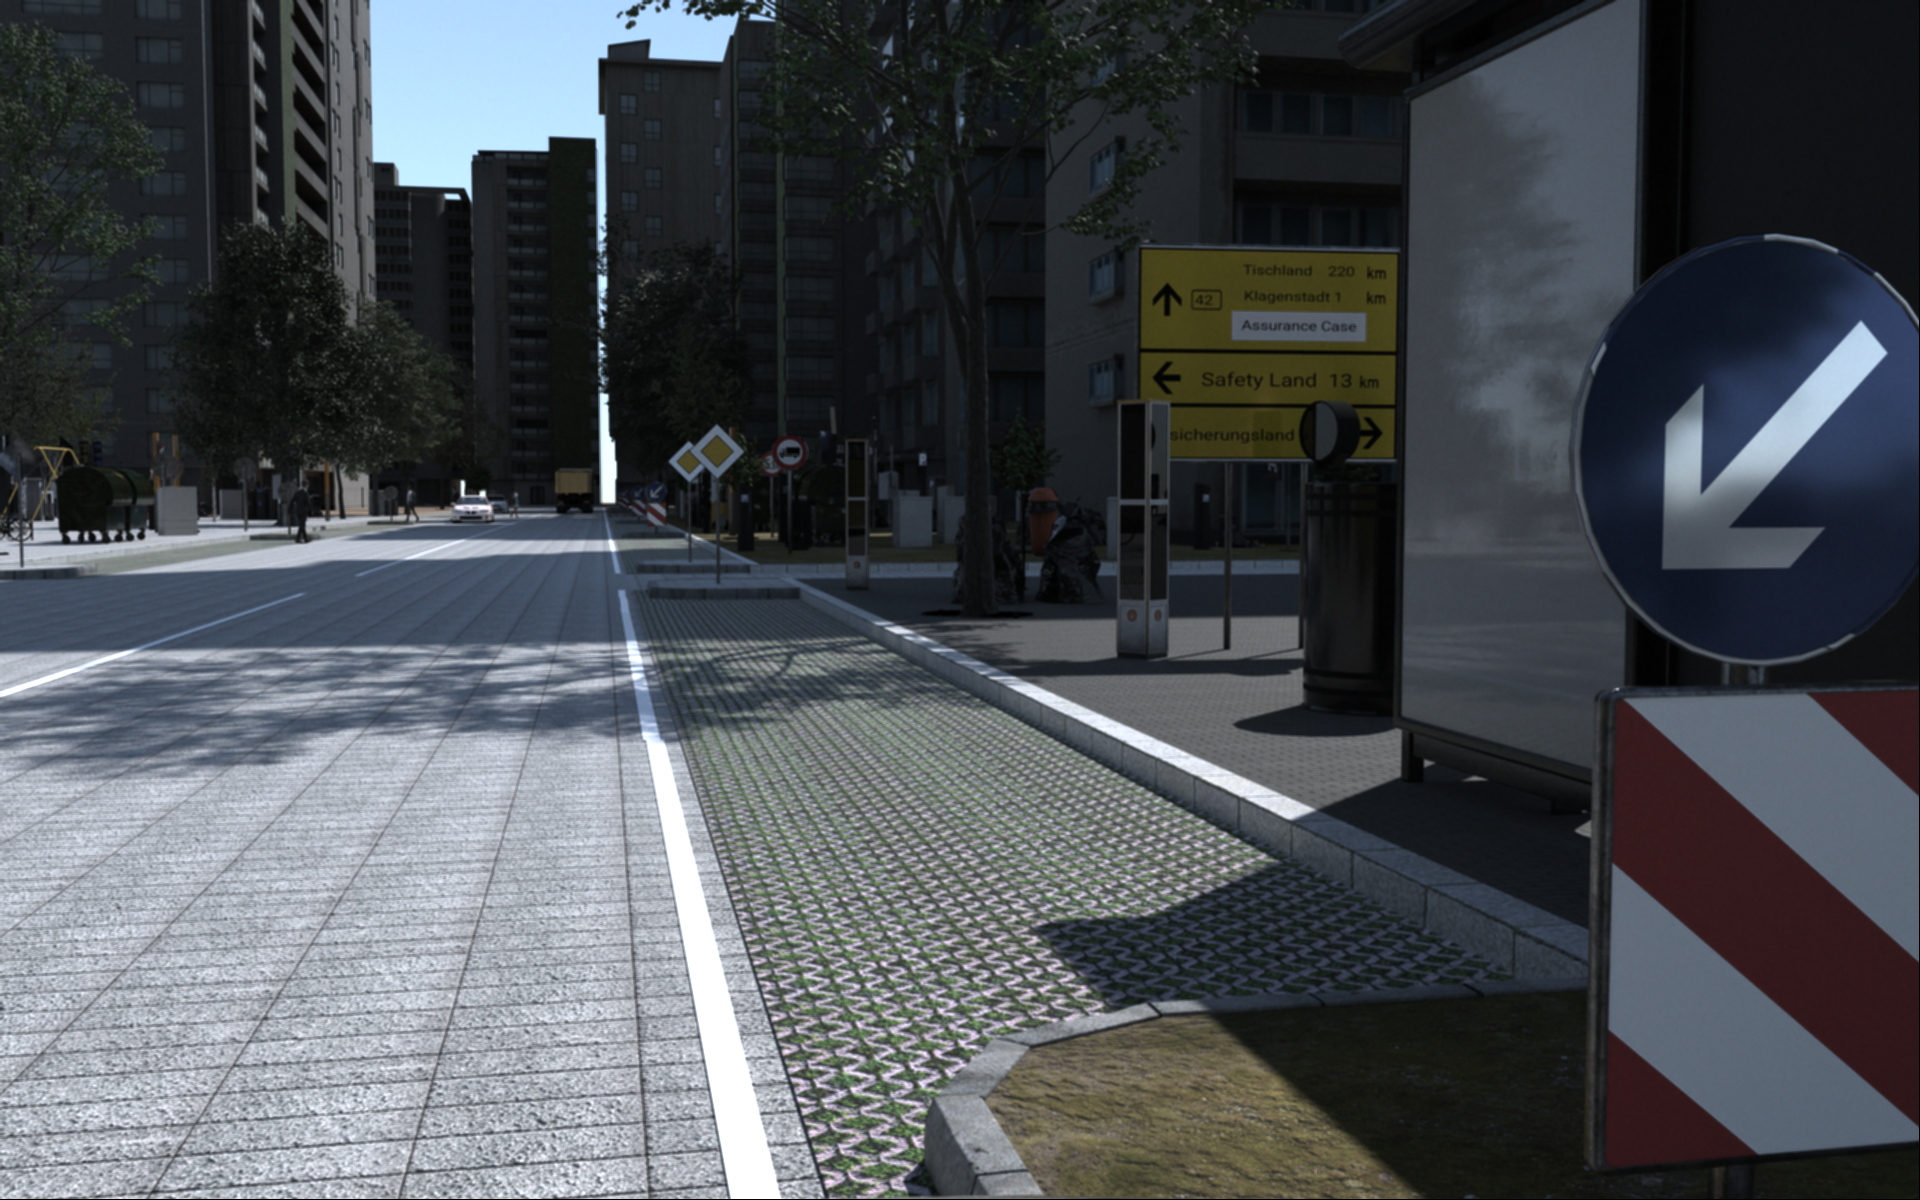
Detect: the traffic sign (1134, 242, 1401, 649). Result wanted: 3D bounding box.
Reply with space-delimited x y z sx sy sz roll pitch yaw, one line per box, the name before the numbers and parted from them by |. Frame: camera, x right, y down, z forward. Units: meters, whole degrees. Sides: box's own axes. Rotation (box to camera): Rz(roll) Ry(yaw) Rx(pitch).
traffic sign | 2.530 -1.247 14.262 2.265 3.308 0.079 0 4 -8

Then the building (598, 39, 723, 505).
building | -29.786 -38.055 211.444 27.495 52.752 28.713 -1 4 -12

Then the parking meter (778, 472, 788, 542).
parking meter | -4.649 -2.480 46.256 0.399 1.863 0.255 -1 4 -16

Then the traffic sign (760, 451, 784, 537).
traffic sign | -5.615 -3.160 51.776 0.768 2.556 0.104 -1 4 -8

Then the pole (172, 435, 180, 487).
pole | -27.098 -4.041 59.913 0.158 3.312 0.155 0 3 0

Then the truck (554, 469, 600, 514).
truck | -29.007 -8.243 130.696 3.469 3.379 9.791 -1 4 -10

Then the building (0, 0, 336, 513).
building | -57.654 -30.543 123.085 21.300 48.544 21.600 -1 4 -12

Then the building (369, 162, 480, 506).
building | -69.465 -31.400 205.270 23.993 40.220 32.217 -1 4 -12

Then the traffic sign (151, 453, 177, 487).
traffic sign | -24.880 -3.304 54.129 0.768 2.556 0.104 0 4 -8

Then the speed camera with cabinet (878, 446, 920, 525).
speed camera with cabinet | -2.518 -4.731 71.683 0.660 3.252 2.038 3 4 38

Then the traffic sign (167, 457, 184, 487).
traffic sign | -26.785 -3.596 58.896 0.768 2.556 0.104 -1 4 -10

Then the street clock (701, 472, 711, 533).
street clock | -8.258 -3.169 56.378 0.358 2.002 0.471 0 4 -1

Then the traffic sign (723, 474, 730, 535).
traffic sign | -7.126 -3.274 53.630 0.768 2.556 0.104 0 4 -4

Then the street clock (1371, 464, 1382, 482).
street clock | 9.996 -2.281 41.860 0.358 2.002 0.471 0 4 -6

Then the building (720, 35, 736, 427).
building | -15.750 -31.701 168.425 14.600 45.320 14.200 -1 4 -12

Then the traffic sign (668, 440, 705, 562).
traffic sign | -5.080 -1.766 32.521 0.795 2.450 0.064 -1 4 -12

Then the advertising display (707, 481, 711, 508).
advertising display | -12.176 -4.986 86.732 0.974 1.923 0.123 -1 4 -22

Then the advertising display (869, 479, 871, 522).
advertising display | -3.862 -4.169 73.370 0.123 1.923 0.974 0 4 1

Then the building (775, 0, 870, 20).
building | -5.570 -26.524 117.268 14.154 41.232 14.086 -1 4 -12

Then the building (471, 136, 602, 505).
building | -48.889 -31.624 200.642 14.086 41.232 14.154 -1 4 -12

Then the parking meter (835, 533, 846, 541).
parking meter | -3.256 -2.568 47.701 0.399 1.863 0.255 2 4 24

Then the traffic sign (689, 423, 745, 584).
traffic sign | -3.459 -1.288 24.702 0.795 2.450 0.064 -1 4 -12

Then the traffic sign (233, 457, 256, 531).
traffic sign | -24.756 -3.660 59.944 0.768 2.556 0.104 0 4 -5

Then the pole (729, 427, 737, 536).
pole | -6.947 -3.616 52.958 0.158 3.312 0.155 0 3 0

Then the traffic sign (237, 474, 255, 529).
traffic sign | -25.928 -3.719 62.929 0.606 2.300 0.079 0 4 -5

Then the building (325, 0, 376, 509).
building | -66.268 -34.351 150.873 27.495 52.752 28.713 -1 4 -12

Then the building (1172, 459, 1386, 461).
building | 26.966 -19.983 171.768 28.899 21.520 27.650 -1 4 -12

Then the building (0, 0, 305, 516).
building | -49.409 -25.886 106.825 14.154 41.232 14.086 -1 4 -12

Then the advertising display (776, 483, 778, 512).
advertising display | -10.198 -5.838 100.658 0.974 1.923 0.123 0 4 -1

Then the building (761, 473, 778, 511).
building | 0.340 -27.291 138.083 32.217 40.220 23.993 -1 4 -12

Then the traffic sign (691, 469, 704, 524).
traffic sign | -10.328 -4.035 68.102 0.606 2.300 0.079 0 4 -2

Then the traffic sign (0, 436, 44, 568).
traffic sign | -16.389 -1.625 30.206 0.795 2.450 0.064 -1 4 -12

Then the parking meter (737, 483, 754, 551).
parking meter | -4.827 -1.870 38.984 0.372 1.533 0.369 0 3 0

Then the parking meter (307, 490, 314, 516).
parking meter | -37.214 -5.556 99.244 0.372 1.533 0.369 0 3 0

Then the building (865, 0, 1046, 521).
building | 6.957 -29.108 95.532 23.786 49.044 30.456 -1 4 -12

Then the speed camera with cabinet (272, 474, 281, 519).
speed camera with cabinet | -30.828 -5.174 78.925 0.660 3.252 2.038 -1 4 -9

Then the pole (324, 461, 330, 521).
pole | -30.062 -5.407 82.253 0.158 3.312 0.155 0 3 0

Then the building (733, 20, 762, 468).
building | -13.166 -28.812 154.669 14.154 41.232 14.086 -1 4 -12

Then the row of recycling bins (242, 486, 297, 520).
row of recycling bins | -34.166 -4.818 85.889 3.534 1.692 1.069 2 4 25

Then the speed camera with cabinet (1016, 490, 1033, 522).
speed camera with cabinet | 3.622 -5.202 79.395 2.038 3.252 0.660 0 4 -6

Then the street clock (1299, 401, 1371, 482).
street clock | 2.877 -0.548 13.531 0.358 2.002 0.471 -2 4 -28

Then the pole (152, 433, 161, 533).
pole | -26.627 -3.889 57.432 0.158 3.312 0.155 0 3 0

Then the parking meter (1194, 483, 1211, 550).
parking meter | 5.597 -1.934 40.028 0.372 1.533 0.369 0 3 0

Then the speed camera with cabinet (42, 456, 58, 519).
speed camera with cabinet | -47.277 -5.846 89.921 0.660 3.252 2.038 1 4 10

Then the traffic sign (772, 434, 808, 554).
traffic sign | -3.623 -2.249 36.871 0.768 2.556 0.104 -1 4 -11

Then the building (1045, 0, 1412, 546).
building | 13.969 -26.305 53.787 21.600 48.544 21.300 -1 4 -12

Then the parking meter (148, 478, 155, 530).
parking meter | -28.820 -3.433 61.839 0.255 1.863 0.399 -1 4 -16
